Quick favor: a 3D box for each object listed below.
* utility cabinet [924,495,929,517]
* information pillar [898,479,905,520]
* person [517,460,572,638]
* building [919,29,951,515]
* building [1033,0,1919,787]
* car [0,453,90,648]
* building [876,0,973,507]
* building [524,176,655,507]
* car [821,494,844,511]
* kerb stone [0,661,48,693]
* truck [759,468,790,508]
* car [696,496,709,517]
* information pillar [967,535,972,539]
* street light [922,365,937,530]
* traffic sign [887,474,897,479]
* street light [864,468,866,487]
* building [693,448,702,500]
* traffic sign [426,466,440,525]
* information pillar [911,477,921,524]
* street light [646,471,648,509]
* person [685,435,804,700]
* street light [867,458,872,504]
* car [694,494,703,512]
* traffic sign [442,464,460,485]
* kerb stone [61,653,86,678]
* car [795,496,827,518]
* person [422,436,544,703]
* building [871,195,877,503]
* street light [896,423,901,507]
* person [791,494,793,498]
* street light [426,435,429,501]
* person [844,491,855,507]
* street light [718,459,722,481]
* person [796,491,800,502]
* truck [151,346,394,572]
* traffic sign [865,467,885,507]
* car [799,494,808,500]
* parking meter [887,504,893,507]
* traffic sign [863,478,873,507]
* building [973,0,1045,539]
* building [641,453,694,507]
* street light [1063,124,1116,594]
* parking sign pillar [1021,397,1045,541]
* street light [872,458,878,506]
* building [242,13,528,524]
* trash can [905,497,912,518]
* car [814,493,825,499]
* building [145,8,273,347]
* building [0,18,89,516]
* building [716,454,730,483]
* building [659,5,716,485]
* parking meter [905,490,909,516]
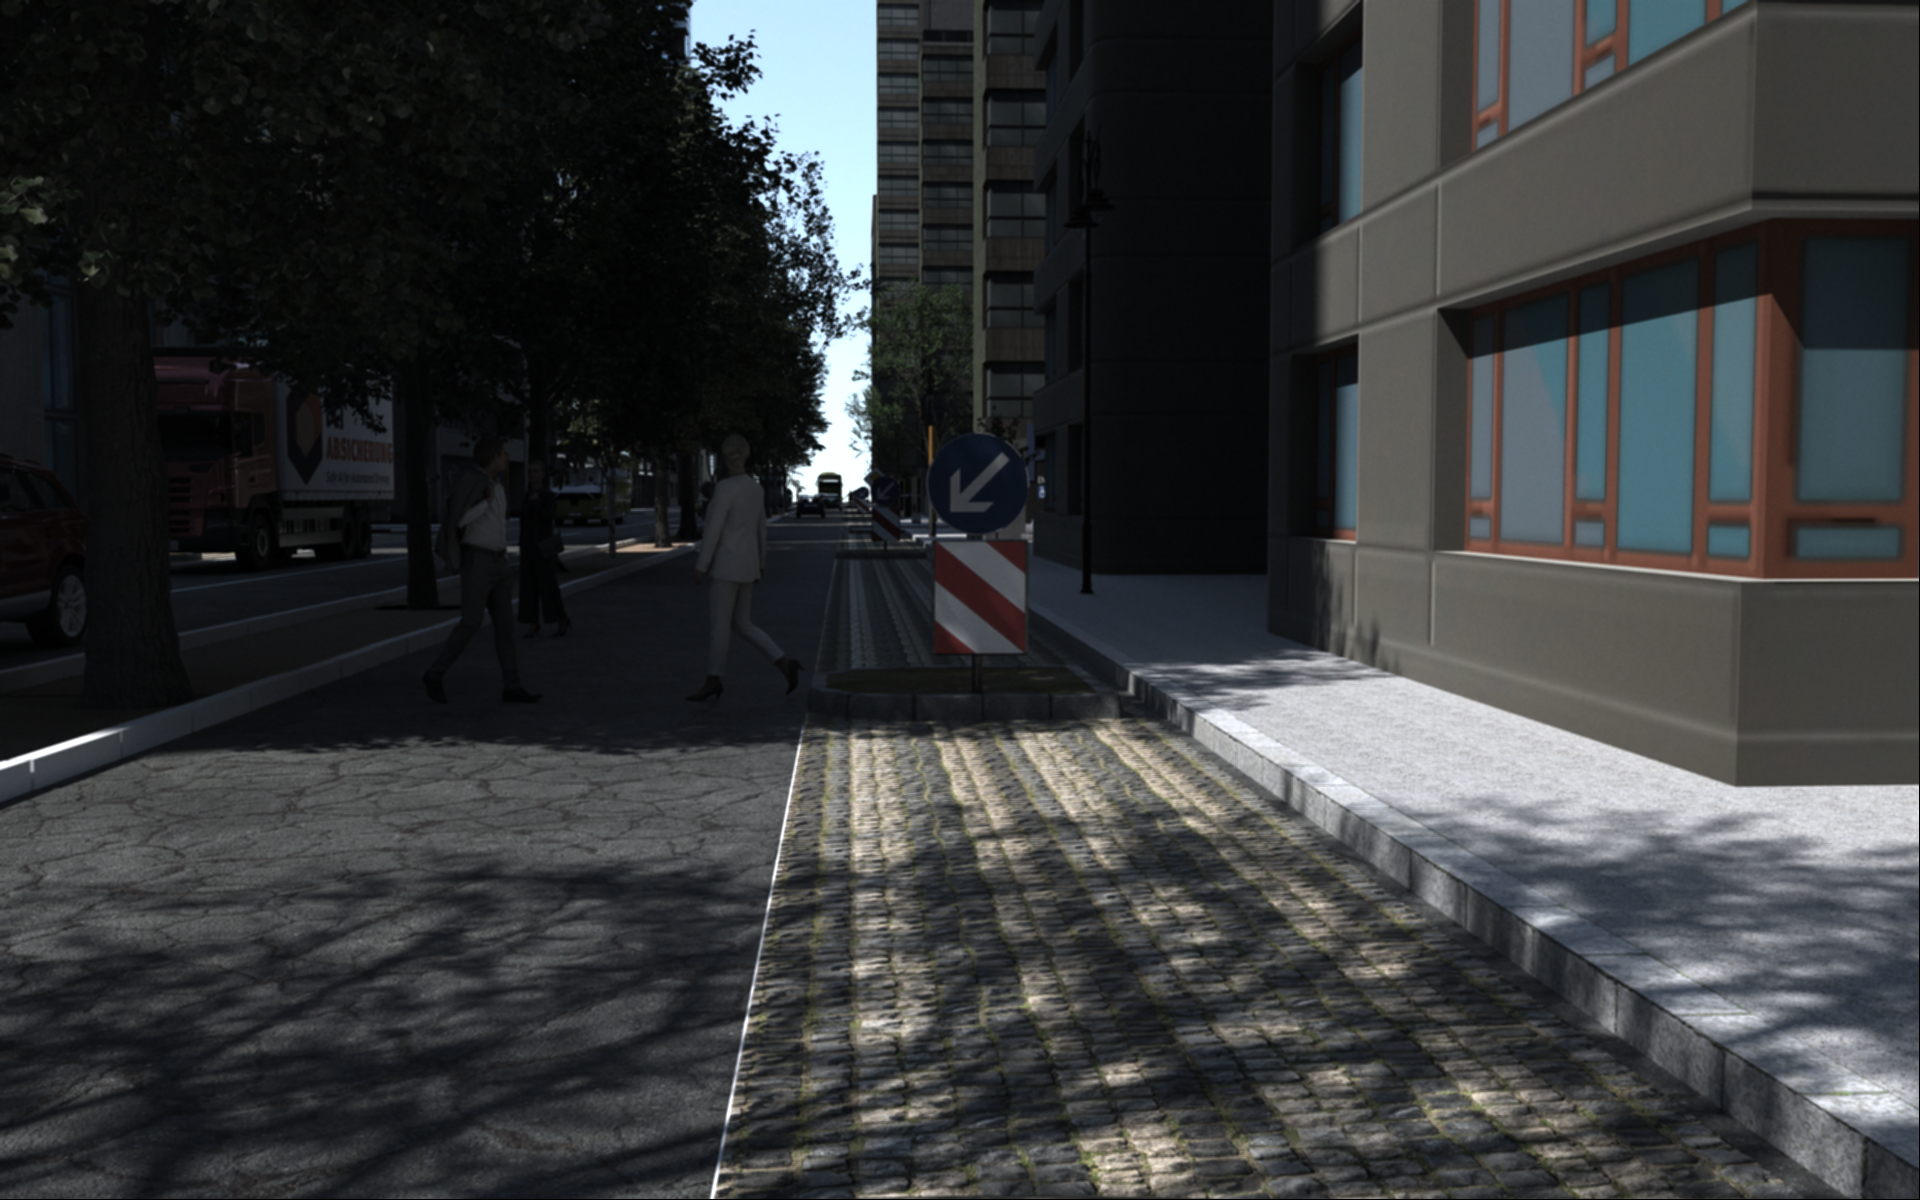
[{"bbox_3d":[-1.849,-5.294,97.721,0.306,1.237,1.020,0,4,3],"label":"utility cabinet"},{"bbox_3d":[-2.939,-5.046,86.996,0.304,2.012,0.304,0,4,-6],"label":"information pillar"},{"bbox_3d":[-4.227,-0.520,17.421,0.576,1.772,0.534,1,4,19],"label":"person"},{"bbox_3d":[4.282,-20.826,112.207,14.160,30.474,14.107,0,4,-4],"label":"building"},{"bbox_3d":[16.262,-10.836,22.212,27.650,21.520,28.899,0,4,-4],"label":"building"},{"bbox_3d":[-9.237,-0.366,14.665,2.281,1.827,5.304,0,4,-3],"label":"car"},{"bbox_3d":[0.398,-27.757,137.414,14.154,41.232,14.086,0,4,-4],"label":"building"},{"bbox_3d":[-40.668,-32.974,158.736,23.786,49.044,30.456,0,4,-4],"label":"building"},{"bbox_3d":[-11.130,-8.460,150.126,2.131,1.459,4.920,0,4,-4],"label":"car"},{"bbox_3d":[-6.935,0.572,12.848,0.120,0.150,1.000,0,4,-4],"label":"kerb stone"},{"bbox_3d":[-19.932,-12.051,186.791,2.967,4.110,18.799,0,4,-3],"label":"truck"},{"bbox_3d":[-15.936,-6.199,111.584,2.015,1.641,3.980,0,4,-3],"label":"car"},{"bbox_3d":[0.367,-2.465,44.787,0.304,2.012,0.304,2,4,28],"label":"information pillar"},{"bbox_3d":[-1.079,-5.465,62.141,0.468,5.910,1.993,0,4,-4],"label":"street light"},{"bbox_3d":[-4.210,-6.555,107.273,0.768,2.556,0.104,0,4,-1],"label":"traffic sign"},{"bbox_3d":[-13.964,-17.814,264.047,0.468,5.910,1.993,0,4,-4],"label":"street light"},{"bbox_3d":[-39.310,-32.285,211.448,14.154,41.232,14.086,0,4,-4],"label":"building"},{"bbox_3d":[-19.086,-3.589,62.320,0.795,2.450,0.064,0,4,-4],"label":"traffic sign"},{"bbox_3d":[-1.882,-4.287,74.579,0.304,2.012,0.304,3,5,39],"label":"information pillar"},{"bbox_3d":[-26.547,-10.639,146.729,0.468,5.910,1.993,0,4,-4],"label":"street light"},{"bbox_3d":[-1.500,-0.222,12.004,0.818,1.842,0.514,0,4,5],"label":"person"},{"bbox_3d":[-11.341,-15.263,222.336,0.468,5.910,1.993,0,4,-4],"label":"street light"},{"bbox_3d":[-20.567,-7.994,140.931,2.015,1.641,3.980,0,4,-2],"label":"car"},{"bbox_3d":[-21.483,-4.462,73.056,0.768,2.556,0.104,0,4,5],"label":"traffic sign"},{"bbox_3d":[-7.010,0.509,13.874,0.120,0.150,1.000,0,4,-4],"label":"kerb stone"},{"bbox_3d":[-8.936,-5.573,103.703,1.945,1.354,3.894,0,4,-5],"label":"car"},{"bbox_3d":[-3.295,-0.199,11.858,0.850,1.850,0.679,1,4,10],"label":"person"},{"bbox_3d":[-2.799,-39.264,265.662,21.300,48.544,21.600,0,4,-4],"label":"building"},{"bbox_3d":[-3.801,-8.152,106.075,0.468,5.910,1.993,0,4,-4],"label":"street light"},{"bbox_3d":[-28.934,-17.730,298.320,0.705,1.831,1.348,-1,4,-11],"label":"person"},{"bbox_3d":[-21.705,-5.981,70.569,0.468,5.910,1.993,0,4,-4],"label":"street light"},{"bbox_3d":[-11.768,-10.835,185.788,1.348,1.807,0.705,-1,4,-23],"label":"person"},{"bbox_3d":[-31.999,-15.766,230.555,0.468,5.910,1.993,0,4,-4],"label":"street light"},{"bbox_3d":[-22.231,-14.029,237.500,0.705,1.869,1.348,0,4,7],"label":"person"},{"bbox_3d":[-14.202,-2.825,35.111,2.839,4.237,11.283,0,4,-3],"label":"truck"},{"bbox_3d":[-3.074,-3.651,63.332,0.795,2.450,0.064,0,4,-4],"label":"traffic sign"},{"bbox_3d":[-26.139,-16.998,289.912,2.014,1.417,4.499,0,4,-5],"label":"car"},{"bbox_3d":[-4.311,-5.974,106.081,0.372,1.533,0.369,0,3,0],"label":"parking meter"},{"bbox_3d":[-3.590,-4.138,71.301,0.795,2.450,0.064,0,4,-4],"label":"traffic sign"},{"bbox_3d":[7.280,-17.351,55.390,14.160,30.474,14.107,0,4,-4],"label":"building"},{"bbox_3d":[-44.450,-21.112,190.221,27.650,21.520,28.899,0,4,-4],"label":"building"},{"bbox_3d":[1.639,-3.022,22.196,0.468,5.910,1.993,0,4,-4],"label":"street light"},{"bbox_3d":[2.417,-3.618,47.629,1.447,3.967,1.447,-3,5,-45],"label":"parking sign pillar"},{"bbox_3d":[-8.663,-12.781,181.757,0.468,5.910,1.993,0,4,-4],"label":"street light"},{"bbox_3d":[-33.393,-28.002,81.534,21.300,48.544,21.600,0,4,-4],"label":"building"},{"bbox_3d":[-2.932,-5.041,94.076,0.748,1.137,0.748,0,3,0],"label":"trash can"},{"bbox_3d":[-13.180,-9.507,164.486,2.155,1.783,4.494,0,4,-5],"label":"car"},{"bbox_3d":[-37.032,-30.319,115.319,23.786,49.044,30.456,0,4,-4],"label":"building"},{"bbox_3d":[-36.699,-26.181,47.663,30.456,49.044,23.786,0,4,-4],"label":"building"},{"bbox_3d":[-49.399,-26.344,275.763,27.650,21.520,28.899,0,4,-4],"label":"building"},{"bbox_3d":[-45.400,-56.908,243.111,22.319,86.520,31.000,0,4,-4],"label":"building"},{"bbox_3d":[-3.132,-5.646,100.726,0.372,1.533,0.369,0,3,0],"label":"parking meter"}]
